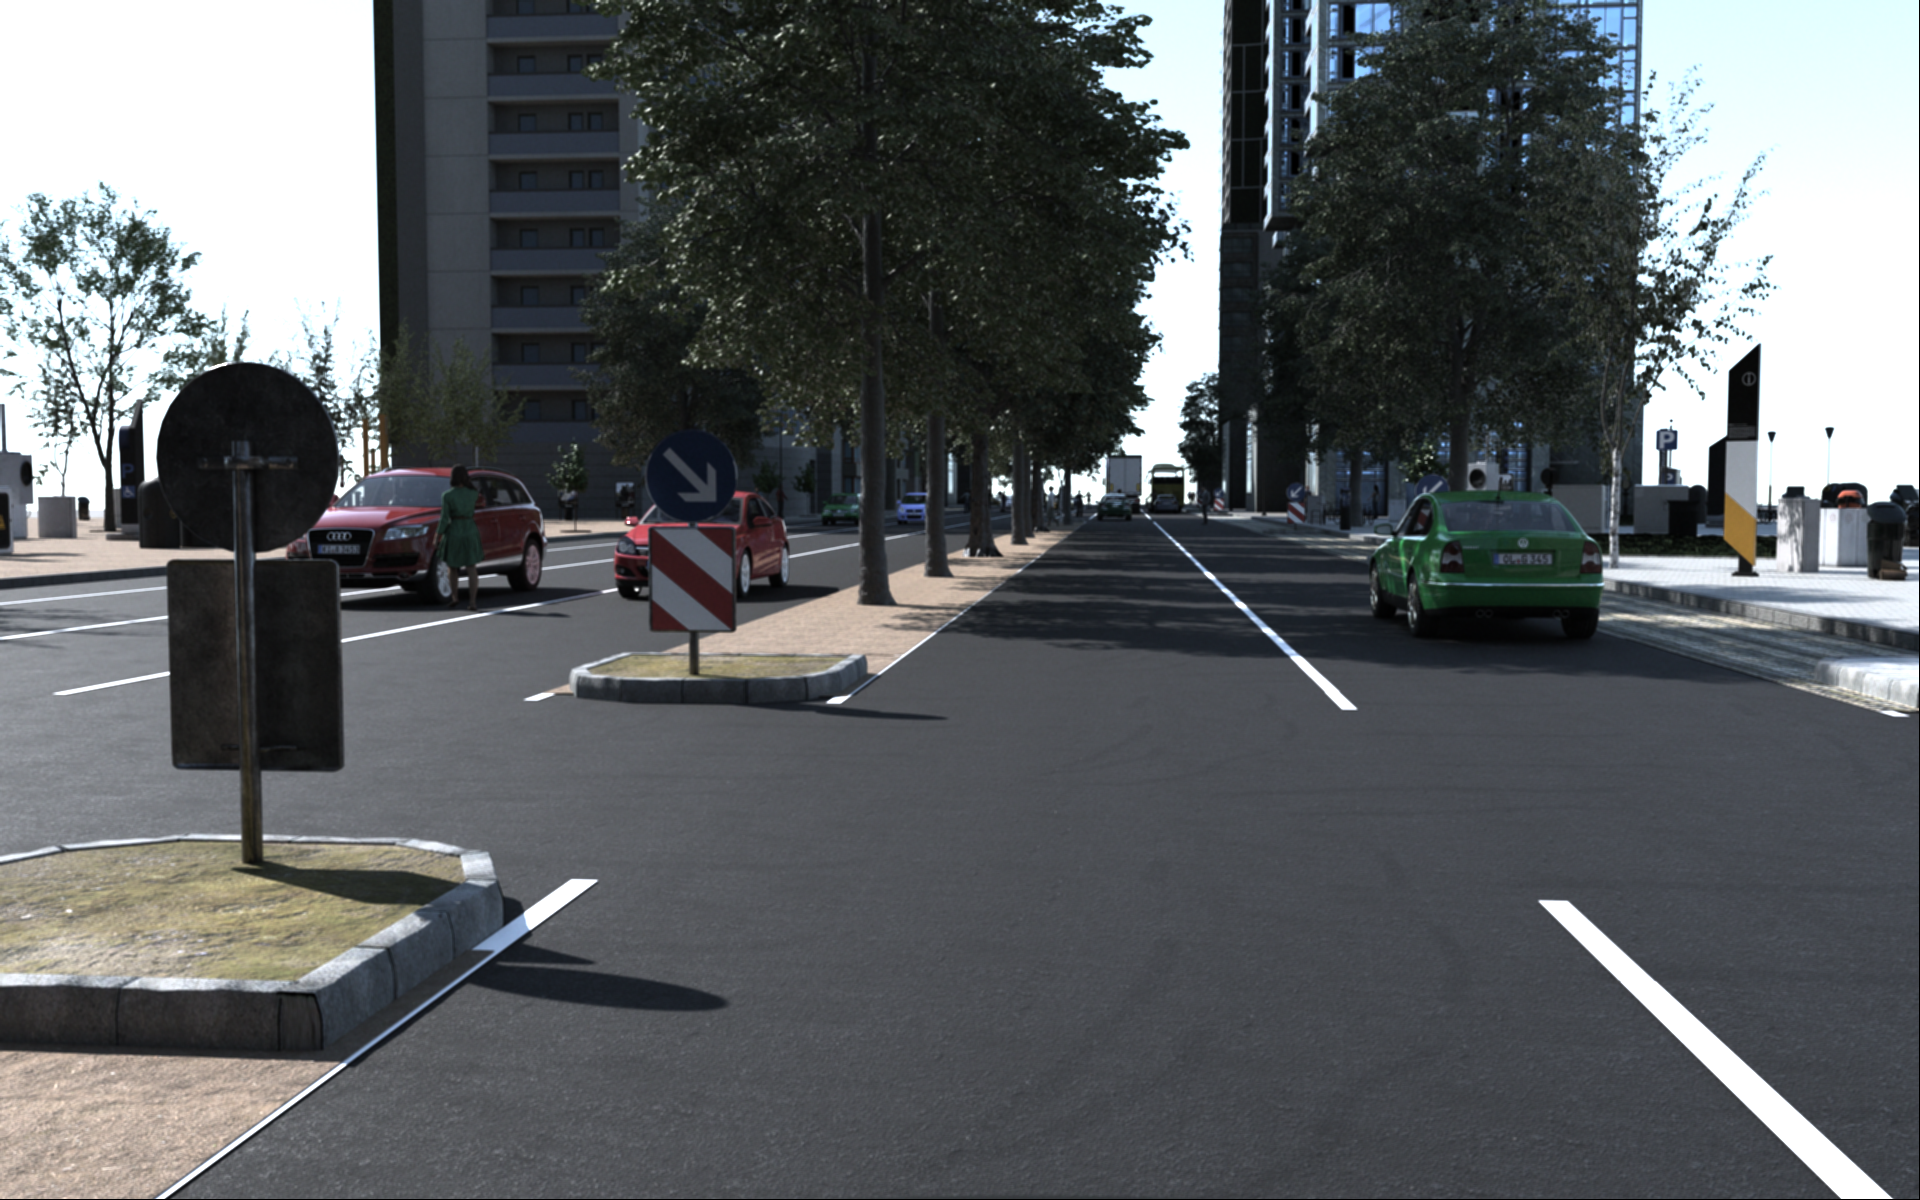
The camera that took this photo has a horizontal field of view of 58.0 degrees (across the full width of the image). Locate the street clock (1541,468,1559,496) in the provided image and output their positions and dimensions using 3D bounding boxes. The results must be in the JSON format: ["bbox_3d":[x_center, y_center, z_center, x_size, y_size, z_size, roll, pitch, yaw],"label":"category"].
[{"bbox_3d":[16.499,-2.686,48.490,0.358,2.002,0.471,-2,4,-27],"label":"street clock"}]

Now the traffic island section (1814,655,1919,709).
[{"bbox_3d":[7.438,0.612,12.278,2.009,0.180,2.903,0,4,5],"label":"traffic island section"}]

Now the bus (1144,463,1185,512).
[{"bbox_3d":[16.327,-8.969,138.194,2.896,3.916,12.252,0,4,4],"label":"bus"}]

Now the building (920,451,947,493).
[{"bbox_3d":[-8.980,-32.451,180.685,14.600,45.320,14.200,0,4,5],"label":"building"}]

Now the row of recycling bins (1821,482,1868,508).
[{"bbox_3d":[31.988,-3.393,62.596,1.069,1.692,3.534,1,4,14],"label":"row of recycling bins"}]

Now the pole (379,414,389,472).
[{"bbox_3d":[-14.756,-3.093,44.416,0.158,3.312,0.155,0,3,0],"label":"pole"}]

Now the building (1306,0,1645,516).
[{"bbox_3d":[31.316,-48.904,112.250,22.319,86.520,31.000,0,4,5],"label":"building"}]

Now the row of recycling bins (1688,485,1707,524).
[{"bbox_3d":[31.599,-4.235,76.353,1.069,1.692,3.534,-1,4,-13],"label":"row of recycling bins"}]

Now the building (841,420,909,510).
[{"bbox_3d":[-19.499,-17.668,133.917,27.650,21.520,28.899,0,4,5],"label":"building"}]

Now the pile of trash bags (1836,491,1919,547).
[{"bbox_3d":[23.443,-2.012,42.652,3.447,1.369,1.912,3,5,40],"label":"pile of trash bags"}]

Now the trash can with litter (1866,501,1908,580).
[{"bbox_3d":[14.053,-0.899,26.087,0.624,1.170,1.055,1,4,14],"label":"trash can with litter"}]

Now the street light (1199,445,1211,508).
[{"bbox_3d":[23.147,-11.635,162.771,1.470,5.913,1.316,0,4,5],"label":"street light"}]

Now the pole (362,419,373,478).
[{"bbox_3d":[-16.118,-3.253,47.036,0.158,3.312,0.155,0,3,0],"label":"pole"}]

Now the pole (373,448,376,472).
[{"bbox_3d":[-25.878,-5.052,76.436,0.158,3.312,0.155,0,3,0],"label":"pole"}]

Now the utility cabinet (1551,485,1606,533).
[{"bbox_3d":[14.698,-1.986,41.156,1.173,1.500,0.318,3,4,38],"label":"utility cabinet"}]

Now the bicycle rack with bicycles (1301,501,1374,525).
[{"bbox_3d":[15.911,-3.621,72.582,2.852,0.926,2.925,0,4,1],"label":"bicycle rack with bicycles"}]

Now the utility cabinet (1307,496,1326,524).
[{"bbox_3d":[15.558,-3.942,75.611,0.306,1.237,1.020,-2,4,-24],"label":"utility cabinet"}]

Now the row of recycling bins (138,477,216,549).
[{"bbox_3d":[-18.075,-2.138,42.077,3.534,1.692,1.069,-3,5,-43],"label":"row of recycling bins"}]

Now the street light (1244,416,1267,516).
[{"bbox_3d":[17.500,-7.954,102.595,1.470,5.913,1.316,0,4,5],"label":"street light"}]

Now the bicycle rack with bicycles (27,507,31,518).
[{"bbox_3d":[-51.155,-4.783,91.578,2.925,0.926,2.852,2,4,24],"label":"bicycle rack with bicycles"}]

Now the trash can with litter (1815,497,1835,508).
[{"bbox_3d":[19.434,-1.767,39.951,2.233,1.210,1.678,1,4,10],"label":"trash can with litter"}]

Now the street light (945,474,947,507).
[{"bbox_3d":[-0.879,-12.297,173.600,1.470,5.913,1.316,0,4,5],"label":"street light"}]

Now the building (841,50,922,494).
[{"bbox_3d":[-11.236,-28.787,154.263,14.154,41.232,14.086,0,4,5],"label":"building"}]

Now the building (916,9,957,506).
[{"bbox_3d":[-10.979,-54.410,202.276,22.319,86.520,31.000,0,4,5],"label":"building"}]

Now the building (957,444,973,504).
[{"bbox_3d":[-8.285,-37.079,229.949,21.300,48.544,21.600,0,4,5],"label":"building"}]

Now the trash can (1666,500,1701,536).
[{"bbox_3d":[16.464,-1.700,39.442,0.748,1.137,0.748,0,3,0],"label":"trash can"}]

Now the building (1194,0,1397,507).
[{"bbox_3d":[42.852,-55.906,226.726,22.319,86.520,31.000,0,4,5],"label":"building"}]

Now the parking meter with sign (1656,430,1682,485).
[{"bbox_3d":[19.652,-3.154,47.832,0.543,3.016,1.738,2,4,33],"label":"parking meter with sign"}]

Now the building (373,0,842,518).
[{"bbox_3d":[-19.842,-34.345,103.543,21.231,58.520,28.212,0,4,5],"label":"building"}]

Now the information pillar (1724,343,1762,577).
[{"bbox_3d":[12.220,-2.182,27.024,0.183,3.616,0.504,-3,5,-43],"label":"information pillar"}]

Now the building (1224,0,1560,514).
[{"bbox_3d":[34.175,-50.788,143.060,22.319,86.520,31.000,0,4,5],"label":"building"}]

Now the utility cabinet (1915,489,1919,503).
[{"bbox_3d":[39.176,-3.806,70.900,1.173,1.500,0.318,-2,4,-32],"label":"utility cabinet"}]

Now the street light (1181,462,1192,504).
[{"bbox_3d":[28.199,-14.865,215.584,1.470,5.913,1.316,0,4,5],"label":"street light"}]

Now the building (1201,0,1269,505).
[{"bbox_3d":[39.149,-46.692,201.672,20.563,71.187,20.611,0,4,5],"label":"building"}]

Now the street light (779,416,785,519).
[{"bbox_3d":[-8.825,-7.213,90.478,1.470,5.913,1.316,0,4,5],"label":"street light"}]

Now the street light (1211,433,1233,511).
[{"bbox_3d":[20.265,-9.800,132.772,1.470,5.913,1.316,0,4,5],"label":"street light"}]

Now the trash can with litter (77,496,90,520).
[{"bbox_3d":[-42.767,-4.484,84.706,0.624,1.170,1.055,-3,4,-38],"label":"trash can with litter"}]

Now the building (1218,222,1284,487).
[{"bbox_3d":[34.673,-25.308,185.495,14.160,30.474,14.107,0,4,5],"label":"building"}]

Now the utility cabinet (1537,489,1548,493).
[{"bbox_3d":[26.731,-4.274,78.562,1.173,1.500,0.318,-1,4,-19],"label":"utility cabinet"}]

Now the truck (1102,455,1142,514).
[{"bbox_3d":[12.121,-8.575,129.108,2.839,4.237,11.283,0,4,4],"label":"truck"}]

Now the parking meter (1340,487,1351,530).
[{"bbox_3d":[13.733,-3.259,61.692,0.372,1.533,0.369,0,3,0],"label":"parking meter"}]

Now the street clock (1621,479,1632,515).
[{"bbox_3d":[32.901,-4.954,85.574,0.358,2.002,0.471,-3,5,-44],"label":"street clock"}]

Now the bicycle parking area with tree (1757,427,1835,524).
[{"bbox_3d":[36.942,-5.484,76.658,9.016,4.147,8.231,1,4,13],"label":"bicycle parking area with tree"}]
